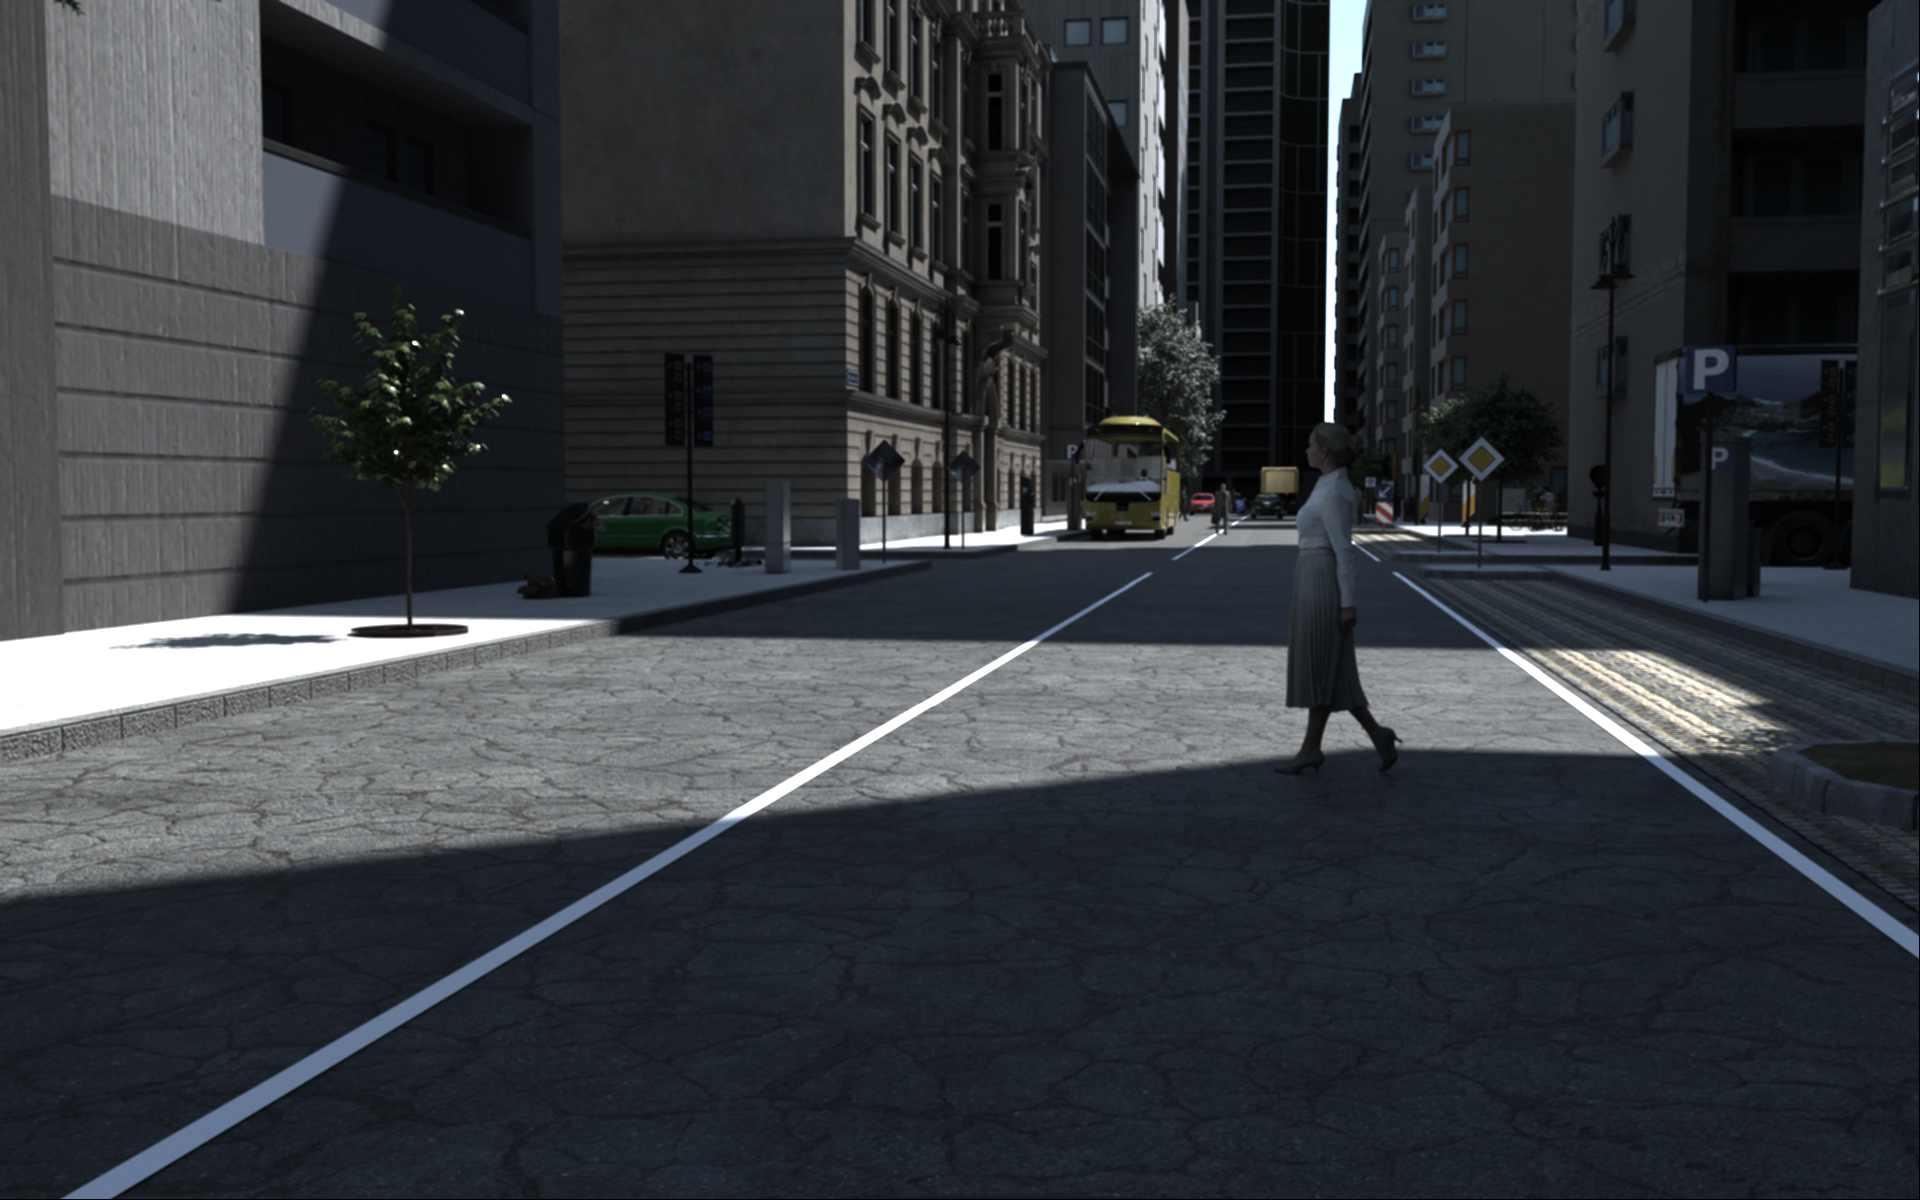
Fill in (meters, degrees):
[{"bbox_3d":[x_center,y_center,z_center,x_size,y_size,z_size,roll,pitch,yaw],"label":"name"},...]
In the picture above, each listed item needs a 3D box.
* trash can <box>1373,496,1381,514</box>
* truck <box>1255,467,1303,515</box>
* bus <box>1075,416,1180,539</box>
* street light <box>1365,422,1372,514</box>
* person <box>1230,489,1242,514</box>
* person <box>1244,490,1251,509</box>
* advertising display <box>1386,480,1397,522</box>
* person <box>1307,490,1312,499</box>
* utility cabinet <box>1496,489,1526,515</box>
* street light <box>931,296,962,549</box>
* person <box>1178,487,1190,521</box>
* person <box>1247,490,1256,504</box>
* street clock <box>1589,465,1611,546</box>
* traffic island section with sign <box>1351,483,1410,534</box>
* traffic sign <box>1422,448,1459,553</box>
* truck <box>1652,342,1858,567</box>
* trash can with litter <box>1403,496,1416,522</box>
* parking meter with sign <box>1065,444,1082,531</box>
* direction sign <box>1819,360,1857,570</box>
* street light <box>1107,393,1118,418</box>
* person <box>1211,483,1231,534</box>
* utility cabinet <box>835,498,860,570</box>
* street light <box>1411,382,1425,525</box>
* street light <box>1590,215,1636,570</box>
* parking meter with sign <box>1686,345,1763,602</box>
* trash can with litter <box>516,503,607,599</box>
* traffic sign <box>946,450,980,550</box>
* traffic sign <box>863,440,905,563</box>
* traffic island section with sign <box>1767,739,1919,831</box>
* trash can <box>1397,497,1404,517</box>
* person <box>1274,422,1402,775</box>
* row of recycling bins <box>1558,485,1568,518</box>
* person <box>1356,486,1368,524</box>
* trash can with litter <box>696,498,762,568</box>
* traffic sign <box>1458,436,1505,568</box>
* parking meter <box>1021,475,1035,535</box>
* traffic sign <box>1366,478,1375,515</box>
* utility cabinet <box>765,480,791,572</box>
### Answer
[{"bbox_3d":[25.903,-5.828,106.937,0.748,1.137,0.748,0,3,0],"label":"trash can"},{"bbox_3d":[22.769,-7.803,123.508,3.469,3.379,9.791,1,4,10],"label":"truck"},{"bbox_3d":[5.904,-4.086,58.350,2.896,3.916,12.252,1,4,9],"label":"bus"},{"bbox_3d":[26.040,-8.414,110.364,0.468,5.910,1.993,1,4,11],"label":"street light"},{"bbox_3d":[19.603,-7.081,124.376,1.348,1.812,0.705,1,4,18],"label":"person"},{"bbox_3d":[27.518,-9.521,164.304,1.348,1.807,0.705,2,4,30],"label":"person"},{"bbox_3d":[19.966,-4.583,80.152,0.123,1.923,0.974,0,4,-7],"label":"advertising display"},{"bbox_3d":[34.754,-9.999,171.989,0.705,1.823,1.348,-1,4,-10],"label":"person"},{"bbox_3d":[23.968,-4.078,75.350,1.173,1.500,0.318,3,4,39],"label":"utility cabinet"},{"bbox_3d":[-0.305,-4.140,40.470,0.468,5.910,1.993,1,4,11],"label":"street light"},{"bbox_3d":[11.794,-5.087,91.637,0.822,1.834,0.622,-1,4,-15],"label":"person"},{"bbox_3d":[25.260,-8.602,149.282,1.348,1.807,0.705,-2,4,-29],"label":"person"},{"bbox_3d":[15.837,-2.345,42.905,0.471,2.002,0.358,1,4,11],"label":"street clock"},{"bbox_3d":[15.053,-3.270,62.090,1.989,1.847,2.006,1,4,11],"label":"traffic island section with sign"},{"bbox_3d":[10.482,-2.092,37.840,0.795,2.450,0.064,1,4,11],"label":"traffic sign"},{"bbox_3d":[19.227,-2.676,32.673,11.283,4.237,2.839,1,4,12],"label":"truck"},{"bbox_3d":[20.617,-4.154,79.305,0.624,1.170,1.055,1,4,9],"label":"trash can with litter"},{"bbox_3d":[4.036,-3.958,60.981,0.543,3.016,1.738,1,4,9],"label":"parking meter with sign"},{"bbox_3d":[14.922,-2.289,29.415,0.876,3.537,0.379,-1,4,-21],"label":"direction sign"},{"bbox_3d":[7.021,-6.529,79.533,0.468,5.910,1.993,1,4,11],"label":"street light"},{"bbox_3d":[9.299,-3.236,61.517,0.694,1.812,0.767,0,4,-2],"label":"person"},{"bbox_3d":[-1.919,-1.132,29.674,0.306,1.237,1.020,-1,4,-11],"label":"utility cabinet"},{"bbox_3d":[18.942,-6.052,71.736,0.468,5.910,1.993,1,4,11],"label":"street light"},{"bbox_3d":[10.886,-3.440,29.029,0.468,5.910,1.993,1,4,11],"label":"street light"},{"bbox_3d":[9.358,-1.520,21.109,0.543,3.016,1.738,3,4,38],"label":"parking meter with sign"},{"bbox_3d":[-4.945,-0.617,21.475,0.624,1.170,1.055,2,4,32],"label":"trash can with litter"},{"bbox_3d":[0.073,-2.212,39.805,0.795,2.450,0.064,1,4,11],"label":"traffic sign"},{"bbox_3d":[-1.399,-1.732,31.956,0.795,2.450,0.064,1,4,11],"label":"traffic sign"},{"bbox_3d":[4.910,0.042,7.948,1.989,1.847,2.006,1,4,11],"label":"traffic island section with sign"},{"bbox_3d":[24.587,-5.213,96.882,0.748,1.137,0.748,0,3,0],"label":"trash can"},{"bbox_3d":[1.937,-0.006,8.823,0.641,1.798,0.478,2,4,25],"label":"person"},{"bbox_3d":[26.191,-4.096,74.085,1.069,1.692,3.534,1,4,16],"label":"row of recycling bins"},{"bbox_3d":[18.805,-4.463,81.594,0.853,1.813,0.709,0,4,-8],"label":"person"},{"bbox_3d":[-4.123,-1.222,31.045,1.678,1.210,2.233,0,4,-1],"label":"trash can with litter"},{"bbox_3d":[9.011,-1.612,29.991,0.795,2.450,0.064,1,4,11],"label":"traffic sign"},{"bbox_3d":[2.117,-2.972,54.296,0.399,1.863,0.255,2,4,35],"label":"parking meter"},{"bbox_3d":[24.962,-6.312,105.334,0.606,2.300,0.079,1,4,18],"label":"traffic sign"},{"bbox_3d":[-3.001,-1.207,28.421,0.318,1.500,1.173,0,4,0],"label":"utility cabinet"}]
